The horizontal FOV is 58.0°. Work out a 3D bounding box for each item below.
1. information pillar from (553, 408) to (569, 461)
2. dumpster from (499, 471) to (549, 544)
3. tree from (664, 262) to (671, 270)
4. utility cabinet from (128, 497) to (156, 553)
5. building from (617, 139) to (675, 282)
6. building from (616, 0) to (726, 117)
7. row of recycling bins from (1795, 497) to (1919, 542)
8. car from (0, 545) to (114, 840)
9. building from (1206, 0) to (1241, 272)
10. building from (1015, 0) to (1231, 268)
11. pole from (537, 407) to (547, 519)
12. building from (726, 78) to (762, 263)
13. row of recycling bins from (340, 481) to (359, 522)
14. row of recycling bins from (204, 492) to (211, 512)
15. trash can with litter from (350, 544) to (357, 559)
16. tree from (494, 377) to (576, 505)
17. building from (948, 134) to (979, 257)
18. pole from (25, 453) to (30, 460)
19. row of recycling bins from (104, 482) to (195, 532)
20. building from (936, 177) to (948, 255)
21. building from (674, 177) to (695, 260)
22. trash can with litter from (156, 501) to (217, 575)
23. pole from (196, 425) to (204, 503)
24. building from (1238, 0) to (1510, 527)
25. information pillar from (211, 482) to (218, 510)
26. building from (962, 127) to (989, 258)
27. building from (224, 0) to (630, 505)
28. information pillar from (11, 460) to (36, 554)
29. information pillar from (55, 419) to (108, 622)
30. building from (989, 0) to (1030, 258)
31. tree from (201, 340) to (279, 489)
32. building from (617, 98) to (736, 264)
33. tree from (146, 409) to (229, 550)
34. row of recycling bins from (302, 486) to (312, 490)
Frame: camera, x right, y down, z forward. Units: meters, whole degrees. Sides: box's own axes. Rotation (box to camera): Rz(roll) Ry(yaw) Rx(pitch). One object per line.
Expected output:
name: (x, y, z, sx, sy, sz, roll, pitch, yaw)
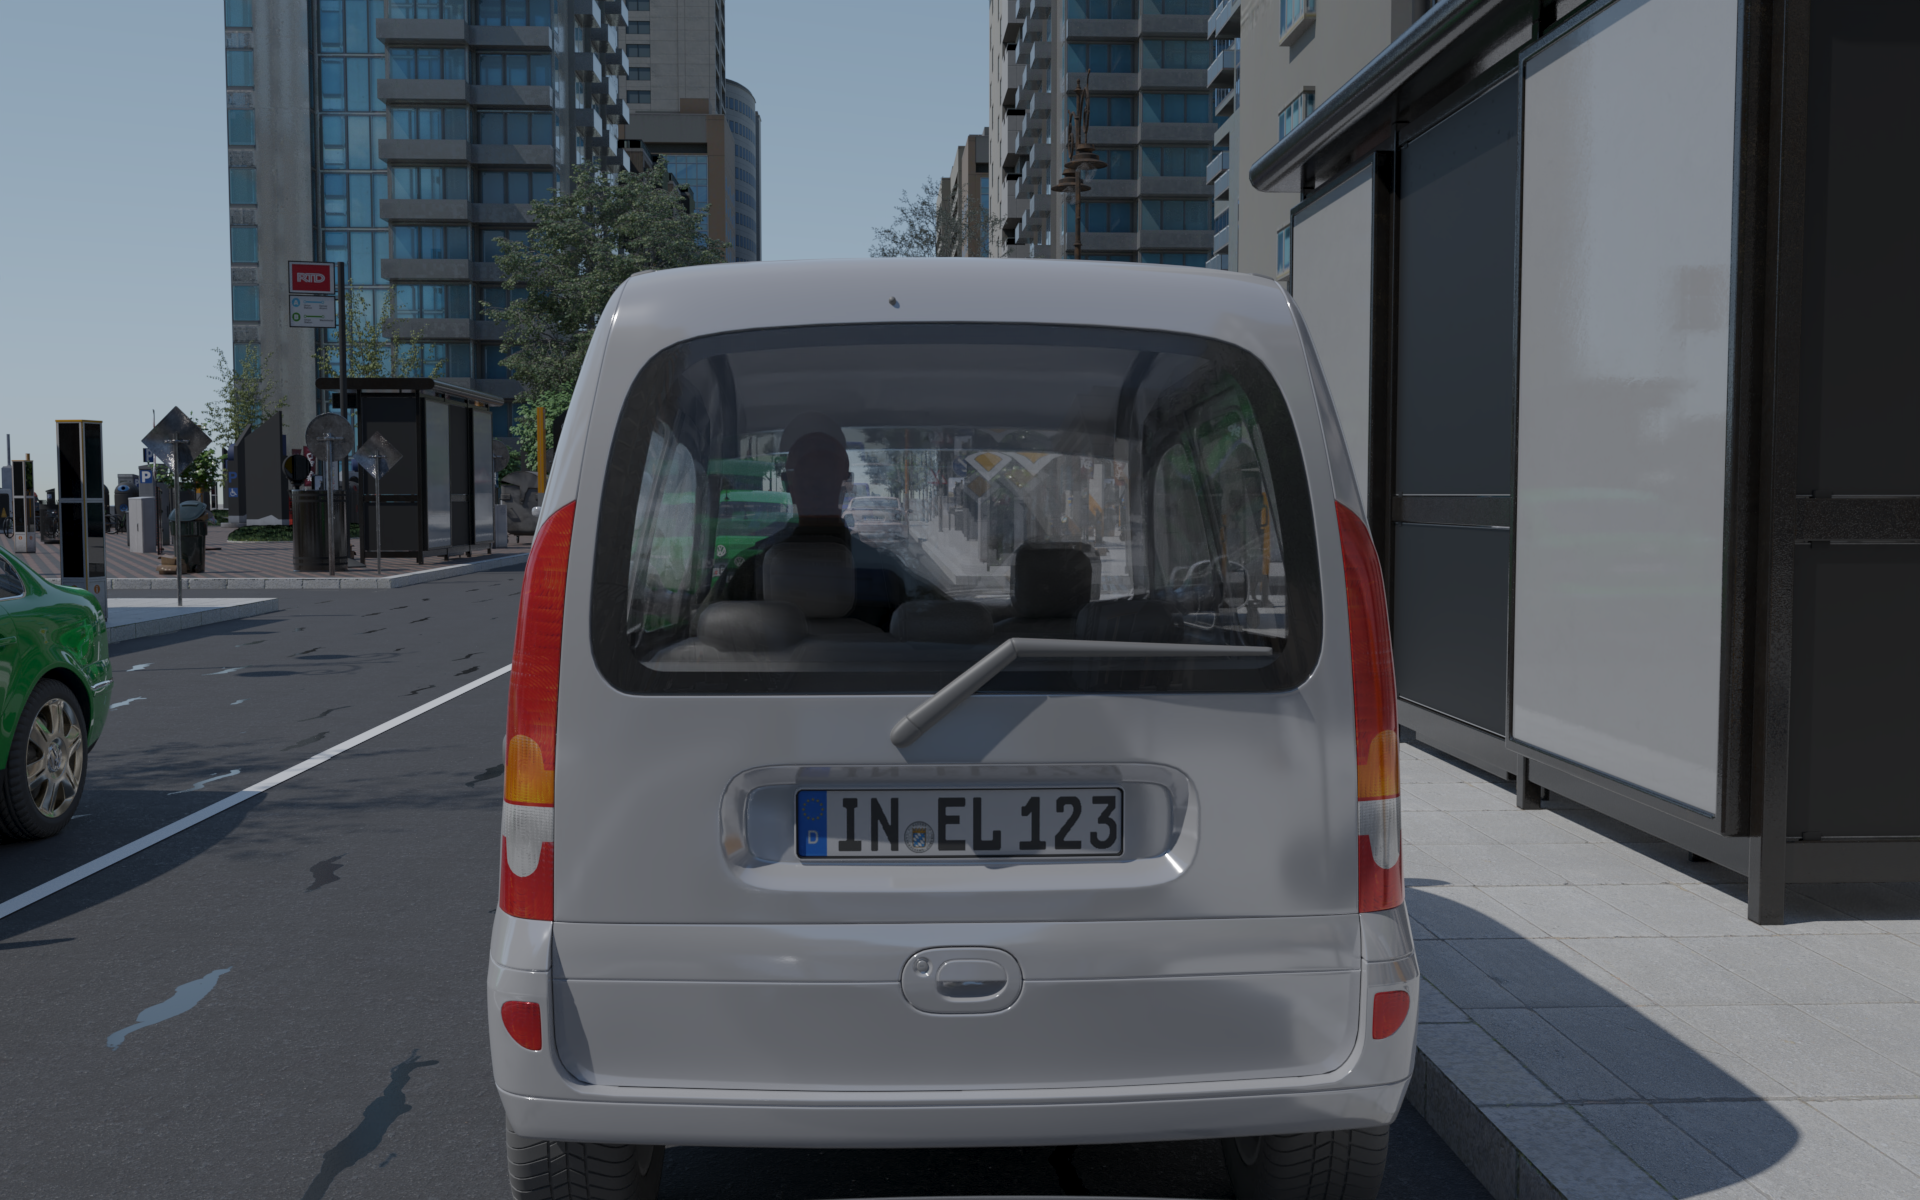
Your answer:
information pillar: (-10.561, -3.349, 46.113, 0.504, 3.616, 0.183, -1, 4, -10)
dumpster: (-11.047, -2.364, 44.415, 1.264, 1.857, 1.865, 0, 4, -3)
tree: (-13.539, -10.216, 84.033, 9.611, 12.733, 9.660, 0, 3, 0)
utility cabinet: (-18.039, -1.653, 38.192, 0.306, 1.237, 1.020, -3, 5, -40)
building: (-31.362, -22.564, 140.621, 14.160, 30.474, 14.107, 0, 4, -3)
building: (-37.663, -47.641, 217.179, 20.563, 71.187, 20.611, 0, 4, -3)
row of recycling bins: (6.842, -0.422, 14.013, 1.069, 1.692, 3.534, 0, 4, 3)
car: (-4.589, 0.182, 5.816, 1.959, 1.807, 4.718, 0, 4, -3)
building: (20.794, -47.229, 84.866, 22.319, 86.520, 31.000, 0, 4, -3)
building: (15.840, -31.143, 128.792, 23.786, 49.044, 30.456, 0, 4, -3)
pole: (-9.829, -2.868, 40.736, 0.158, 3.312, 0.155, 0, 3, 0)
building: (-39.091, -42.815, 242.027, 21.231, 58.520, 28.212, 0, 4, -3)
row of recycling bins: (-19.438, -2.899, 54.508, 1.069, 1.692, 3.534, -1, 4, -12)
row of recycling bins: (-32.652, -3.980, 72.184, 3.534, 1.692, 1.069, 2, 4, 26)
trash can with litter: (-12.315, -1.380, 33.946, 0.624, 1.170, 1.055, 0, 4, 8)
tree: (-11.033, -3.984, 48.855, 4.285, 4.588, 4.351, 0, 3, 0)
building: (9.881, -37.080, 229.961, 21.300, 48.544, 21.600, 0, 4, -3)
pole: (-46.542, -5.671, 86.560, 0.158, 3.312, 0.155, 0, 3, 0)
row of recycling bins: (-27.612, -3.131, 58.297, 3.534, 1.692, 1.069, -1, 4, -9)
building: (7.583, -38.413, 251.761, 21.300, 48.544, 21.600, 0, 4, -3)
building: (-31.336, -23.433, 154.831, 14.160, 30.474, 14.107, 0, 4, -3)
trash can with litter: (-12.501, -1.013, 27.948, 0.624, 1.170, 1.055, 0, 4, 1)
pole: (-22.412, -3.497, 51.025, 0.158, 3.312, 0.155, 0, 3, 0)
building: (18.919, -25.849, 46.326, 21.600, 48.544, 21.300, 0, 4, -3)
information pillar: (-43.669, -5.929, 101.438, 0.304, 2.012, 0.304, 0, 4, -2)
building: (7.486, -34.365, 211.973, 14.600, 45.320, 14.200, 0, 4, -3)
building: (-34.571, -30.400, 116.655, 23.786, 49.044, 30.456, 0, 4, -3)
information pillar: (-20.240, -2.016, 37.450, 0.304, 2.012, 0.304, 1, 4, 9)
information pillar: (-8.729, -0.779, 17.222, 0.304, 2.012, 0.304, 1, 4, 11)
building: (16.866, -34.784, 157.953, 28.713, 52.752, 27.495, 0, 4, -3)
tree: (-34.493, -8.132, 83.322, 4.737, 8.622, 4.395, 0, 3, 0)
building: (-33.362, -33.628, 199.921, 14.600, 45.320, 14.200, 0, 4, -3)
tree: (-17.550, -2.763, 39.770, 1.663, 3.219, 1.824, 0, 3, 0)
row of recycling bins: (-27.072, -4.040, 73.172, 1.069, 1.692, 3.534, 0, 4, -8)
